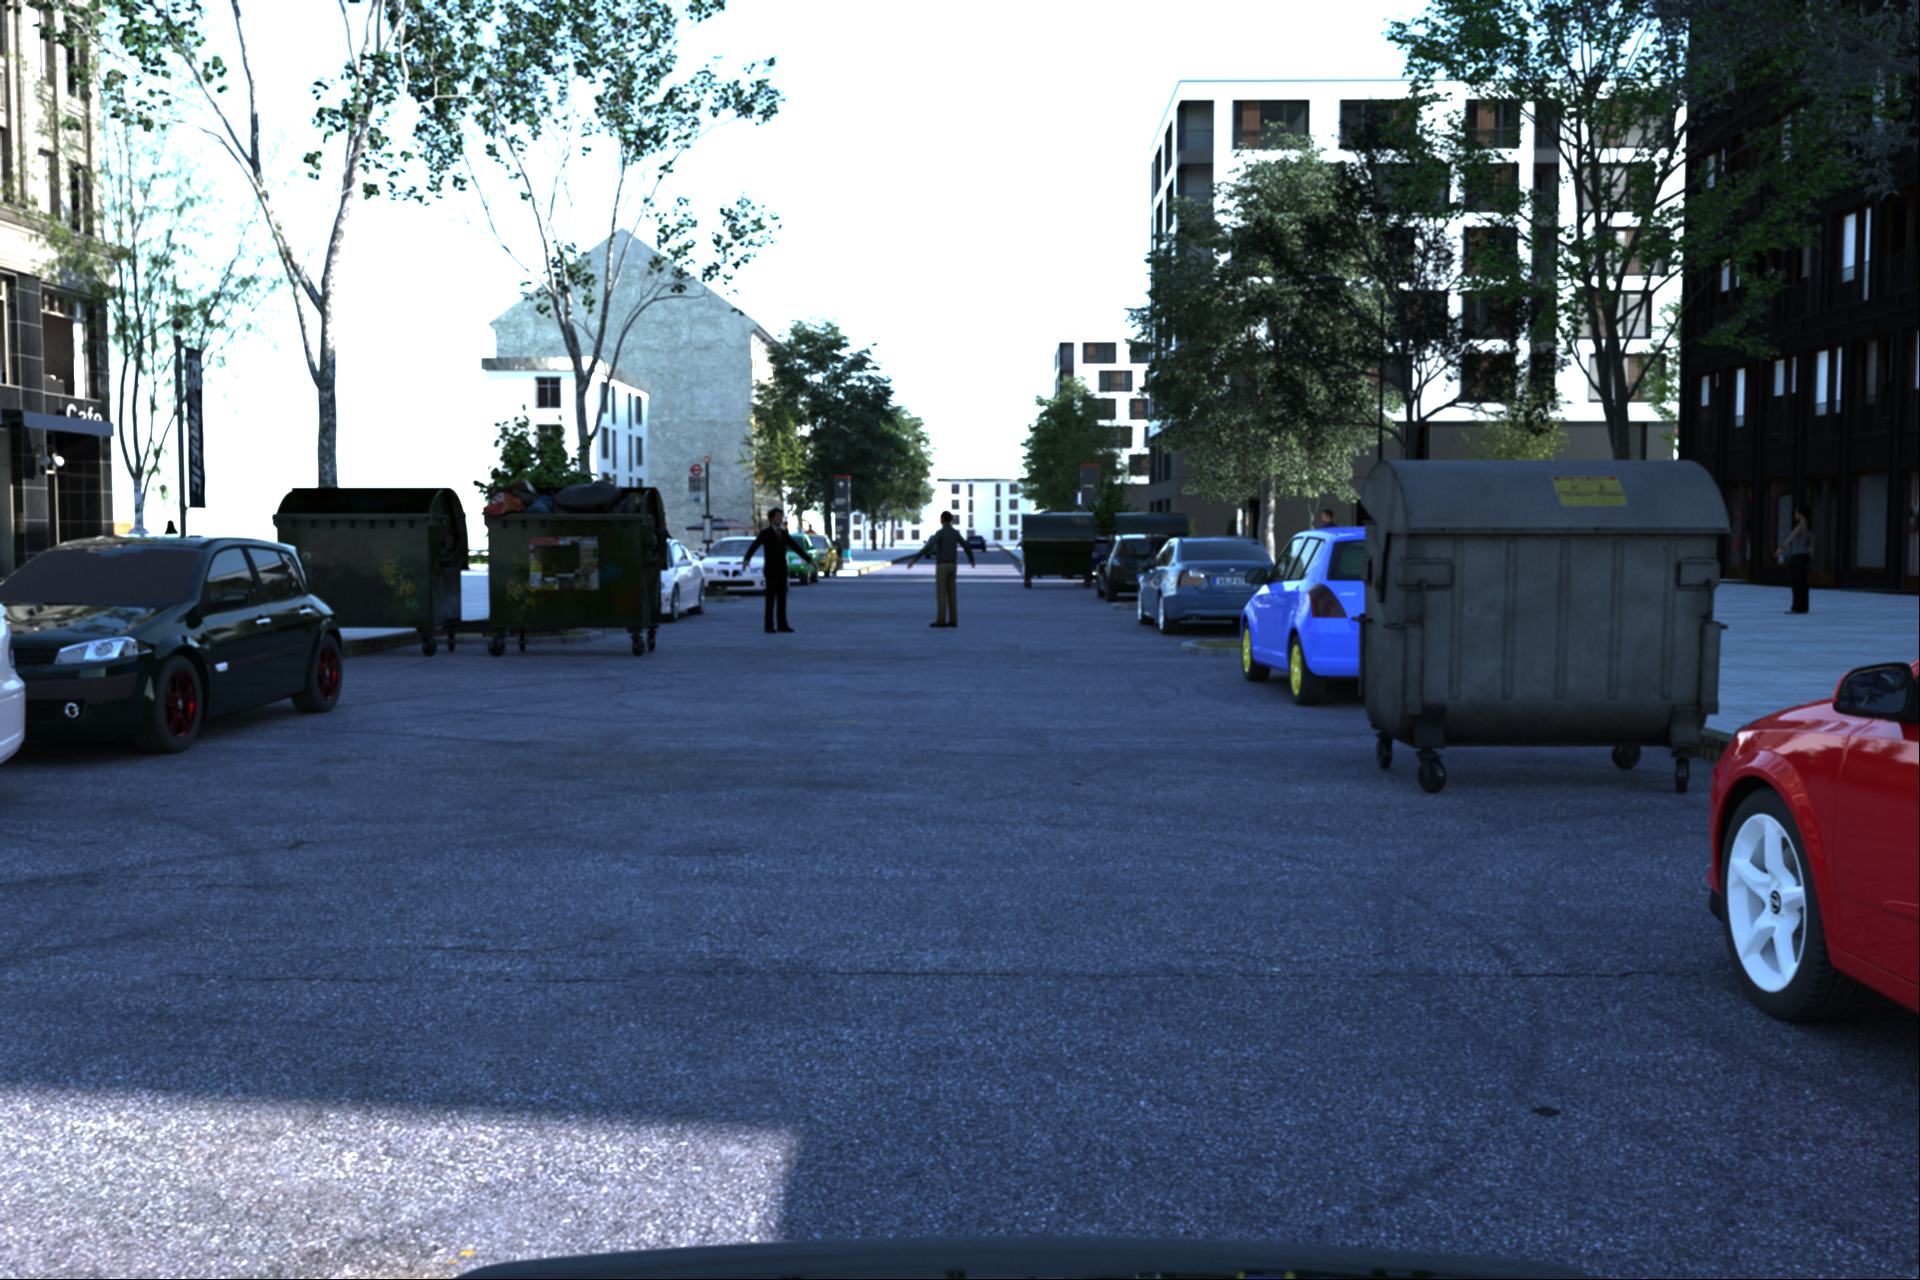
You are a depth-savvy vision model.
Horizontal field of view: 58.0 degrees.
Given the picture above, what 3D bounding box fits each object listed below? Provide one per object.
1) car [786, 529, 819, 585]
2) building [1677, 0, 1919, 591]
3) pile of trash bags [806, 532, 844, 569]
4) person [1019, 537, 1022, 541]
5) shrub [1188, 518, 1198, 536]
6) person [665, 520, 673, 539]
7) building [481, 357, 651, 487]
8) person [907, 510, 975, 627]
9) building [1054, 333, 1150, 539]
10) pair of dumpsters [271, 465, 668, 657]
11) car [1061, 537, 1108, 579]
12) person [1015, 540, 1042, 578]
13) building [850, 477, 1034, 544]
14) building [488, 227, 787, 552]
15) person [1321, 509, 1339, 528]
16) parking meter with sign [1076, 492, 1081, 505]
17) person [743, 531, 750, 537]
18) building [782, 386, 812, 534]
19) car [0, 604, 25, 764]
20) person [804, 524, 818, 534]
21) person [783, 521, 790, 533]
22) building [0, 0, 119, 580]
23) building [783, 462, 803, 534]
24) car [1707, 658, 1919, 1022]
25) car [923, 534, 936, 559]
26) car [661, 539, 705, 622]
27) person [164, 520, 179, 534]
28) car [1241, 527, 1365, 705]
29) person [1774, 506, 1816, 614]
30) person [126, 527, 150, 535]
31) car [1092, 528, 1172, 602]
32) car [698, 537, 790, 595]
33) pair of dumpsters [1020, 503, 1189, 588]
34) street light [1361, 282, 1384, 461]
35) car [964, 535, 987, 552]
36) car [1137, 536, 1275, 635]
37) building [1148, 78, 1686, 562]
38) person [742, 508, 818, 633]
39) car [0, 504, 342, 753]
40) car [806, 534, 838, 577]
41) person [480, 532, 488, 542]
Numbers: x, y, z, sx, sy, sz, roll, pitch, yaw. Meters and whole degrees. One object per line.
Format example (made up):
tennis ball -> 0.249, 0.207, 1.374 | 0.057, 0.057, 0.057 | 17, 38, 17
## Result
car -> -5.077, -2.504, 49.739 | 1.959, 1.807, 4.718 | 0, 4, 0
building -> 25.766, -12.870, 39.086 | 12.332, 23.479, 15.834 | 0, 4, 1
pile of trash bags -> -5.202, -3.241, 62.742 | 1.912, 1.369, 3.447 | 0, 4, 2
person -> 3.518, -5.401, 95.109 | 0.721, 1.733, 1.217 | -1, 4, -18
shrub -> 8.120, -3.652, 63.758 | 1.661, 2.075, 1.752 | 0, 3, 0
person -> -10.359, -3.333, 60.712 | 0.704, 1.802, 1.346 | 1, 4, 19
building -> -21.735, -9.434, 96.389 | 9.099, 9.664, 28.070 | 0, 4, 1
person -> -0.231, -1.099, 26.700 | 1.348, 1.796, 0.705 | -3, 5, -42
building -> 24.261, -21.318, 192.520 | 27.936, 21.610, 32.646 | 0, 4, 1
pair of dumpsters -> -5.798, -0.961, 20.663 | 4.436, 2.255, 1.574 | 0, 4, 1
car -> 4.194, -2.657, 56.019 | 1.945, 1.354, 3.894 | 0, 4, 0
person -> 2.486, -2.962, 57.022 | 1.348, 1.813, 0.705 | 0, 4, 7
building -> -3.296, -18.973, 254.806 | 28.070, 9.664, 9.099 | 0, 4, 6
building -> -23.991, -18.496, 133.343 | 19.493, 23.208, 18.063 | 0, 4, 1
person -> 6.322, -1.389, 29.666 | 0.541, 1.710, 0.530 | -2, 4, -31
parking meter with sign -> 5.067, -4.548, 70.622 | 0.543, 3.016, 1.738 | 0, 4, 0
person -> -11.520, -5.147, 93.426 | 0.991, 1.433, 0.599 | 0, 4, -3
building -> -24.591, -21.914, 214.714 | 16.016, 20.090, 11.380 | 0, 4, 0
car -> -5.900, 0.312, 7.261 | 2.083, 1.381, 4.827 | 0, 4, 1
person -> -8.199, -5.447, 94.992 | 1.347, 1.837, 0.705 | 1, 4, 11
person -> -7.354, -4.079, 72.830 | 0.704, 1.812, 1.346 | 1, 4, 12
building -> -30.578, -15.768, 37.403 | 16.754, 29.471, 25.880 | 0, 4, 1
building -> -21.479, -15.087, 188.823 | 9.099, 9.664, 28.070 | 0, 4, 1
car -> 3.243, 0.319, 3.817 | 2.155, 1.783, 4.494 | 0, 4, 1
car -> -1.112, -5.504, 101.795 | 2.131, 1.459, 4.920 | 0, 4, 1
car -> -5.525, -1.057, 29.644 | 2.083, 1.381, 4.827 | 0, 4, 0
person -> -25.222, -2.961, 55.194 | 0.721, 1.737, 1.214 | 1, 4, 12
car -> 3.626, -0.379, 15.793 | 1.945, 1.707, 3.694 | 0, 4, -1
person -> 13.443, -1.288, 27.869 | 1.217, 1.737, 0.721 | -3, 5, -40
person -> -20.835, -2.269, 44.075 | 0.756, 1.711, 0.436 | 1, 4, 10
car -> 3.943, -1.725, 37.986 | 2.009, 1.686, 4.222 | 0, 4, 1
car -> -5.219, -1.811, 41.976 | 2.083, 1.381, 4.827 | 0, 4, 1
pair of dumpsters -> 3.818, -2.519, 46.142 | 4.436, 2.255, 1.574 | 0, 4, 0
street light -> 8.123, -3.589, 31.217 | 1.470, 5.913, 1.316 | 0, 4, 0
car -> 1.179, -7.569, 136.330 | 1.945, 1.354, 3.894 | 0, 4, -1
car -> 3.718, -0.854, 25.973 | 2.014, 1.417, 4.499 | 0, 4, -1
building -> 24.049, -15.317, 94.412 | 27.936, 21.610, 32.646 | 0, 4, 1
person -> -2.659, -1.013, 25.203 | 1.347, 1.806, 0.705 | -3, 5, -44
car -> -5.930, -0.169, 12.552 | 2.009, 1.686, 4.222 | 0, 4, 1
car -> -5.126, -2.966, 58.723 | 2.015, 1.641, 3.980 | 0, 4, 1
person -> -21.965, -4.585, 81.144 | 1.347, 1.806, 0.705 | 2, 4, 35
